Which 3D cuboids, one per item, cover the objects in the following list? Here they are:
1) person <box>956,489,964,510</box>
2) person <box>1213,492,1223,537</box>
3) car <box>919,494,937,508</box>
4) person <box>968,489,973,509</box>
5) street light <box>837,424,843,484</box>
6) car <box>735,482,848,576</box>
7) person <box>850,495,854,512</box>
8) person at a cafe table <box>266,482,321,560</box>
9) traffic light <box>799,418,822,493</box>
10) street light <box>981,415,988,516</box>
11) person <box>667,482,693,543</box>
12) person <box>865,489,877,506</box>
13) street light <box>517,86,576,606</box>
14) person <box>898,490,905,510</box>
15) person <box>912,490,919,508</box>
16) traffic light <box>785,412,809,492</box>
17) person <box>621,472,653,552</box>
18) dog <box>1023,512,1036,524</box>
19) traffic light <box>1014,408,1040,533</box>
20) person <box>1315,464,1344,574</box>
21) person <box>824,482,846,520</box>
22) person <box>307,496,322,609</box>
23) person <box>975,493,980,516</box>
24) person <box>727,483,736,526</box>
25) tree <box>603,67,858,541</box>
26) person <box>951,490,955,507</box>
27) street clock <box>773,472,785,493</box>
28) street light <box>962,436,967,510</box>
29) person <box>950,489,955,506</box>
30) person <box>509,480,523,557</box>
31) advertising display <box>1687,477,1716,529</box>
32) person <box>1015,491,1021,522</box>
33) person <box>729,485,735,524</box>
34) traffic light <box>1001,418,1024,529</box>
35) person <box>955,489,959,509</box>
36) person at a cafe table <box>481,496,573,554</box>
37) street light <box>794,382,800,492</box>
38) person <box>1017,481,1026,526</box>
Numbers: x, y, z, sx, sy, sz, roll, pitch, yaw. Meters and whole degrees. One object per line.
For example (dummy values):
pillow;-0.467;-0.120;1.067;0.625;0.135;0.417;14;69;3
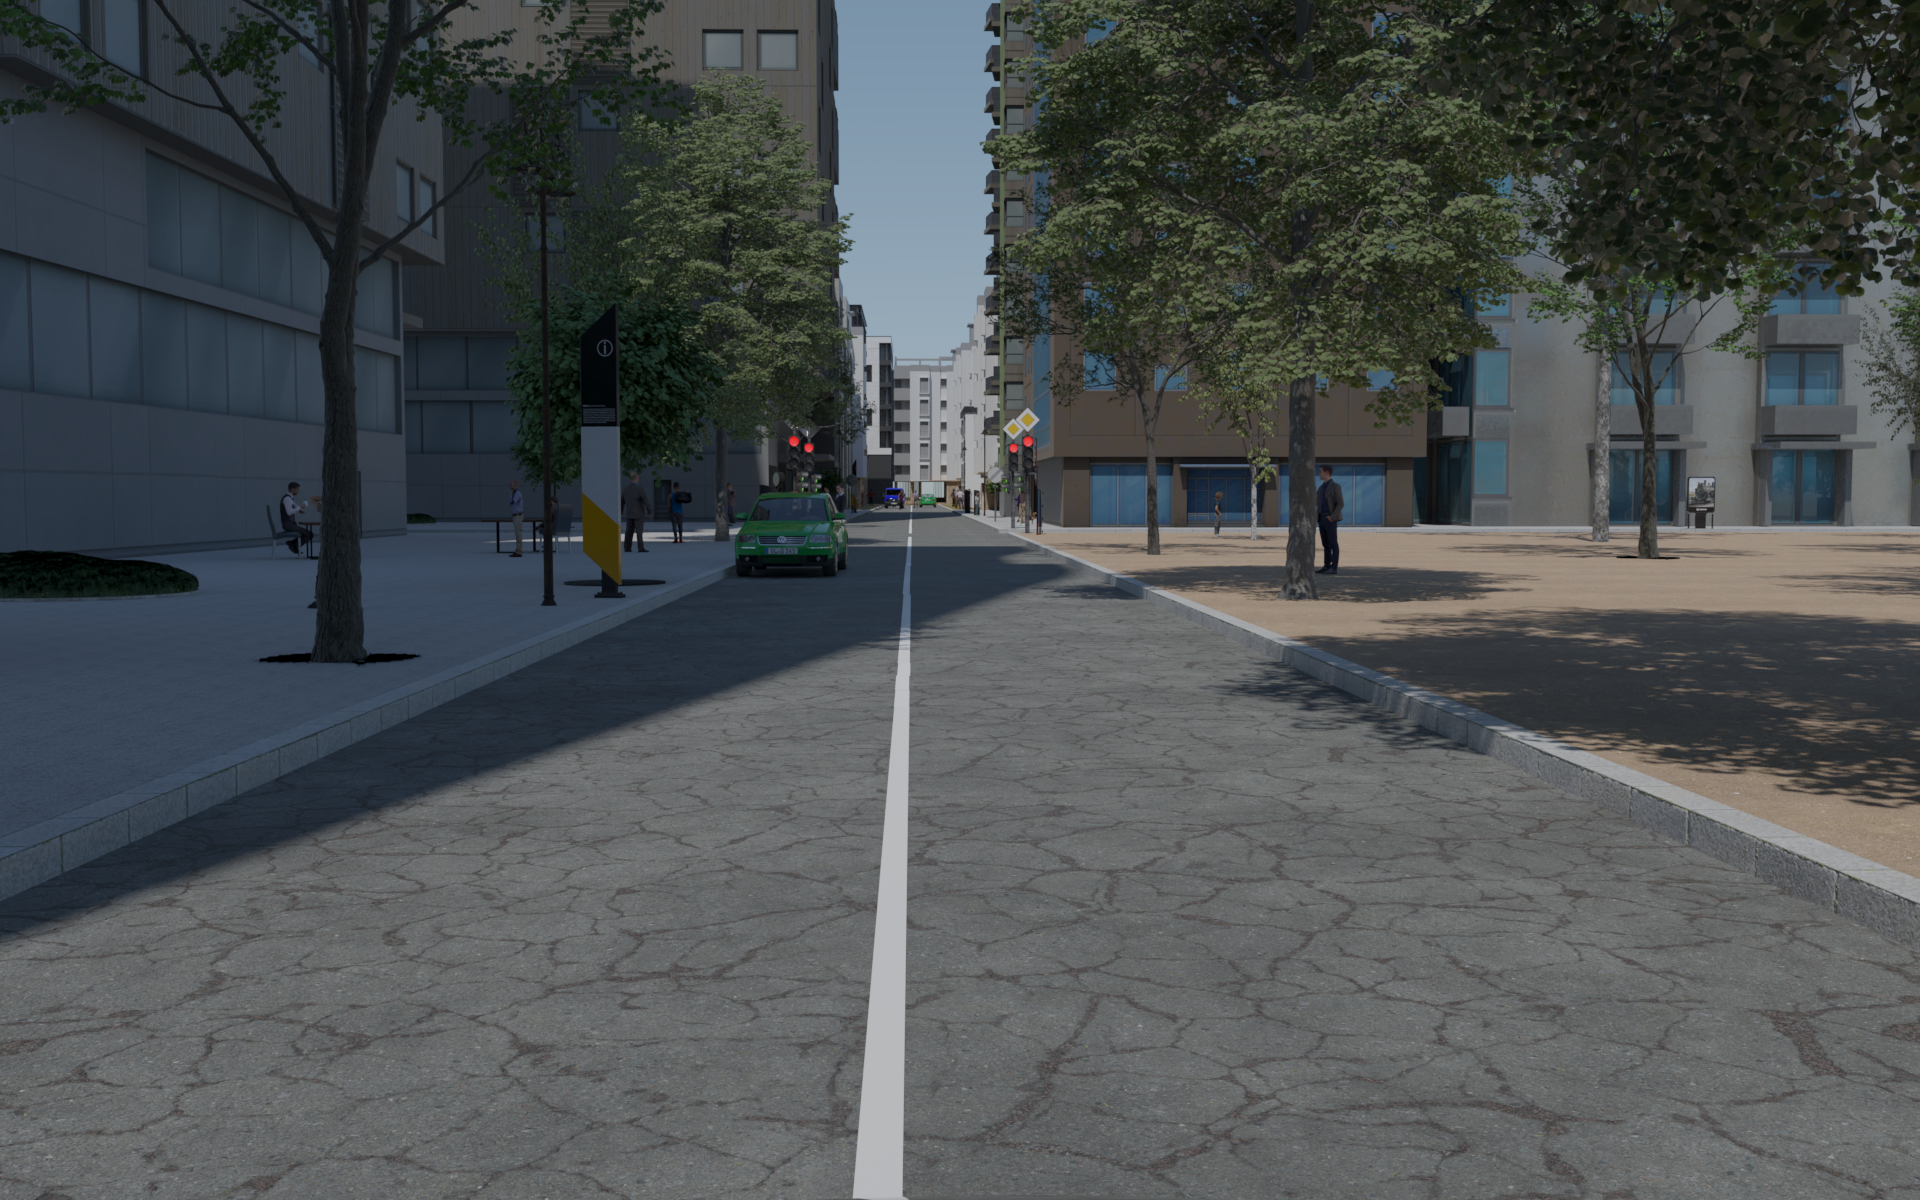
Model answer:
person;0.017;-8.193;140.931;0.756;1.711;0.436;0;4;5
person;7.759;-2.568;51.935;0.340;1.345;0.435;-1;4;-10
car;-3.441;-10.791;185.223;1.959;1.807;4.718;0;4;0
person;0.798;-8.612;147.513;0.621;1.740;0.551;0;4;1
street light;-7.077;-7.894;101.858;0.468;5.910;1.993;0;4;-2
car;-3.025;-1.391;31.535;1.959;1.807;4.718;0;4;0
person;-7.806;-7.244;126.757;0.388;1.546;0.482;1;4;21
person at a cafe table;-12.842;-1.576;34.285;1.622;1.524;1.698;-2;4;-25
traffic light;-5.560;-4.601;64.147;0.839;4.253;0.868;0;4;-2
street light;1.439;-7.865;101.377;0.468;5.910;1.993;0;4;-2
person;-7.324;-2.283;45.233;0.647;1.594;0.662;-1;4;-23
person;-9.910;-11.447;193.131;1.348;1.831;0.705;-1;4;-11
street light;-4.730;-2.872;19.751;0.468;5.910;1.993;0;4;-2
person;-5.316;-9.053;156.479;0.705;1.831;1.348;1;4;21
person;-4.599;-10.333;177.314;0.709;1.838;0.599;2;4;26
traffic light;-5.340;-4.113;56.165;0.839;4.253;0.868;0;4;-2
person;-7.163;-1.934;38.212;0.990;1.755;0.434;2;4;32
dog;2.941;-3.463;73.455;0.540;0.507;0.406;-1;4;-12
traffic light;2.178;-4.126;56.388;0.839;4.253;0.868;0;4;-2
person;5.740;-1.299;27.807;0.750;1.759;0.617;0;4;-4
person;-3.152;-2.086;43.415;0.742;1.727;0.445;2;4;28
person;-7.082;-0.580;19.428;0.435;1.345;0.340;-2;4;-32
person;1.002;-5.460;99.228;0.340;1.345;0.435;-2;4;-35
person;-9.217;-3.811;69.175;0.431;1.722;0.655;-2;4;-32
tree;-6.111;-7.854;46.547;7.486;12.596;7.792;0;3;0
person;-0.571;-10.177;173.160;0.721;1.735;1.217;-3;4;-38
street clock;-5.966;-3.211;57.078;0.358;2.002;0.471;-2;4;-34
street light;0.355;-10.144;138.641;0.468;5.910;1.993;0;4;-2
person;-0.645;-10.315;174.701;0.705;1.824;1.348;-2;4;-24
person;-9.067;-1.663;35.302;0.319;1.574;0.516;-1;4;-10
advertising display;27.423;-3.602;64.104;0.974;1.923;0.123;0;4;6
person;2.620;-4.293;78.598;0.546;1.535;0.453;0;4;3
person;-10.135;-4.177;75.141;0.742;1.727;0.445;-2;4;-32
traffic light;1.958;-4.615;64.370;0.839;4.253;0.868;0;4;-2
person;-0.212;-8.992;153.794;0.721;1.736;1.217;-1;4;-18
person at a cafe table;-9.182;-1.644;37.744;1.726;1.238;1.698;2;4;35
street light;-6.089;-5.615;64.592;0.468;5.910;1.993;0;4;-2
person;2.554;-3.934;70.486;0.434;1.807;0.598;0;4;-8
